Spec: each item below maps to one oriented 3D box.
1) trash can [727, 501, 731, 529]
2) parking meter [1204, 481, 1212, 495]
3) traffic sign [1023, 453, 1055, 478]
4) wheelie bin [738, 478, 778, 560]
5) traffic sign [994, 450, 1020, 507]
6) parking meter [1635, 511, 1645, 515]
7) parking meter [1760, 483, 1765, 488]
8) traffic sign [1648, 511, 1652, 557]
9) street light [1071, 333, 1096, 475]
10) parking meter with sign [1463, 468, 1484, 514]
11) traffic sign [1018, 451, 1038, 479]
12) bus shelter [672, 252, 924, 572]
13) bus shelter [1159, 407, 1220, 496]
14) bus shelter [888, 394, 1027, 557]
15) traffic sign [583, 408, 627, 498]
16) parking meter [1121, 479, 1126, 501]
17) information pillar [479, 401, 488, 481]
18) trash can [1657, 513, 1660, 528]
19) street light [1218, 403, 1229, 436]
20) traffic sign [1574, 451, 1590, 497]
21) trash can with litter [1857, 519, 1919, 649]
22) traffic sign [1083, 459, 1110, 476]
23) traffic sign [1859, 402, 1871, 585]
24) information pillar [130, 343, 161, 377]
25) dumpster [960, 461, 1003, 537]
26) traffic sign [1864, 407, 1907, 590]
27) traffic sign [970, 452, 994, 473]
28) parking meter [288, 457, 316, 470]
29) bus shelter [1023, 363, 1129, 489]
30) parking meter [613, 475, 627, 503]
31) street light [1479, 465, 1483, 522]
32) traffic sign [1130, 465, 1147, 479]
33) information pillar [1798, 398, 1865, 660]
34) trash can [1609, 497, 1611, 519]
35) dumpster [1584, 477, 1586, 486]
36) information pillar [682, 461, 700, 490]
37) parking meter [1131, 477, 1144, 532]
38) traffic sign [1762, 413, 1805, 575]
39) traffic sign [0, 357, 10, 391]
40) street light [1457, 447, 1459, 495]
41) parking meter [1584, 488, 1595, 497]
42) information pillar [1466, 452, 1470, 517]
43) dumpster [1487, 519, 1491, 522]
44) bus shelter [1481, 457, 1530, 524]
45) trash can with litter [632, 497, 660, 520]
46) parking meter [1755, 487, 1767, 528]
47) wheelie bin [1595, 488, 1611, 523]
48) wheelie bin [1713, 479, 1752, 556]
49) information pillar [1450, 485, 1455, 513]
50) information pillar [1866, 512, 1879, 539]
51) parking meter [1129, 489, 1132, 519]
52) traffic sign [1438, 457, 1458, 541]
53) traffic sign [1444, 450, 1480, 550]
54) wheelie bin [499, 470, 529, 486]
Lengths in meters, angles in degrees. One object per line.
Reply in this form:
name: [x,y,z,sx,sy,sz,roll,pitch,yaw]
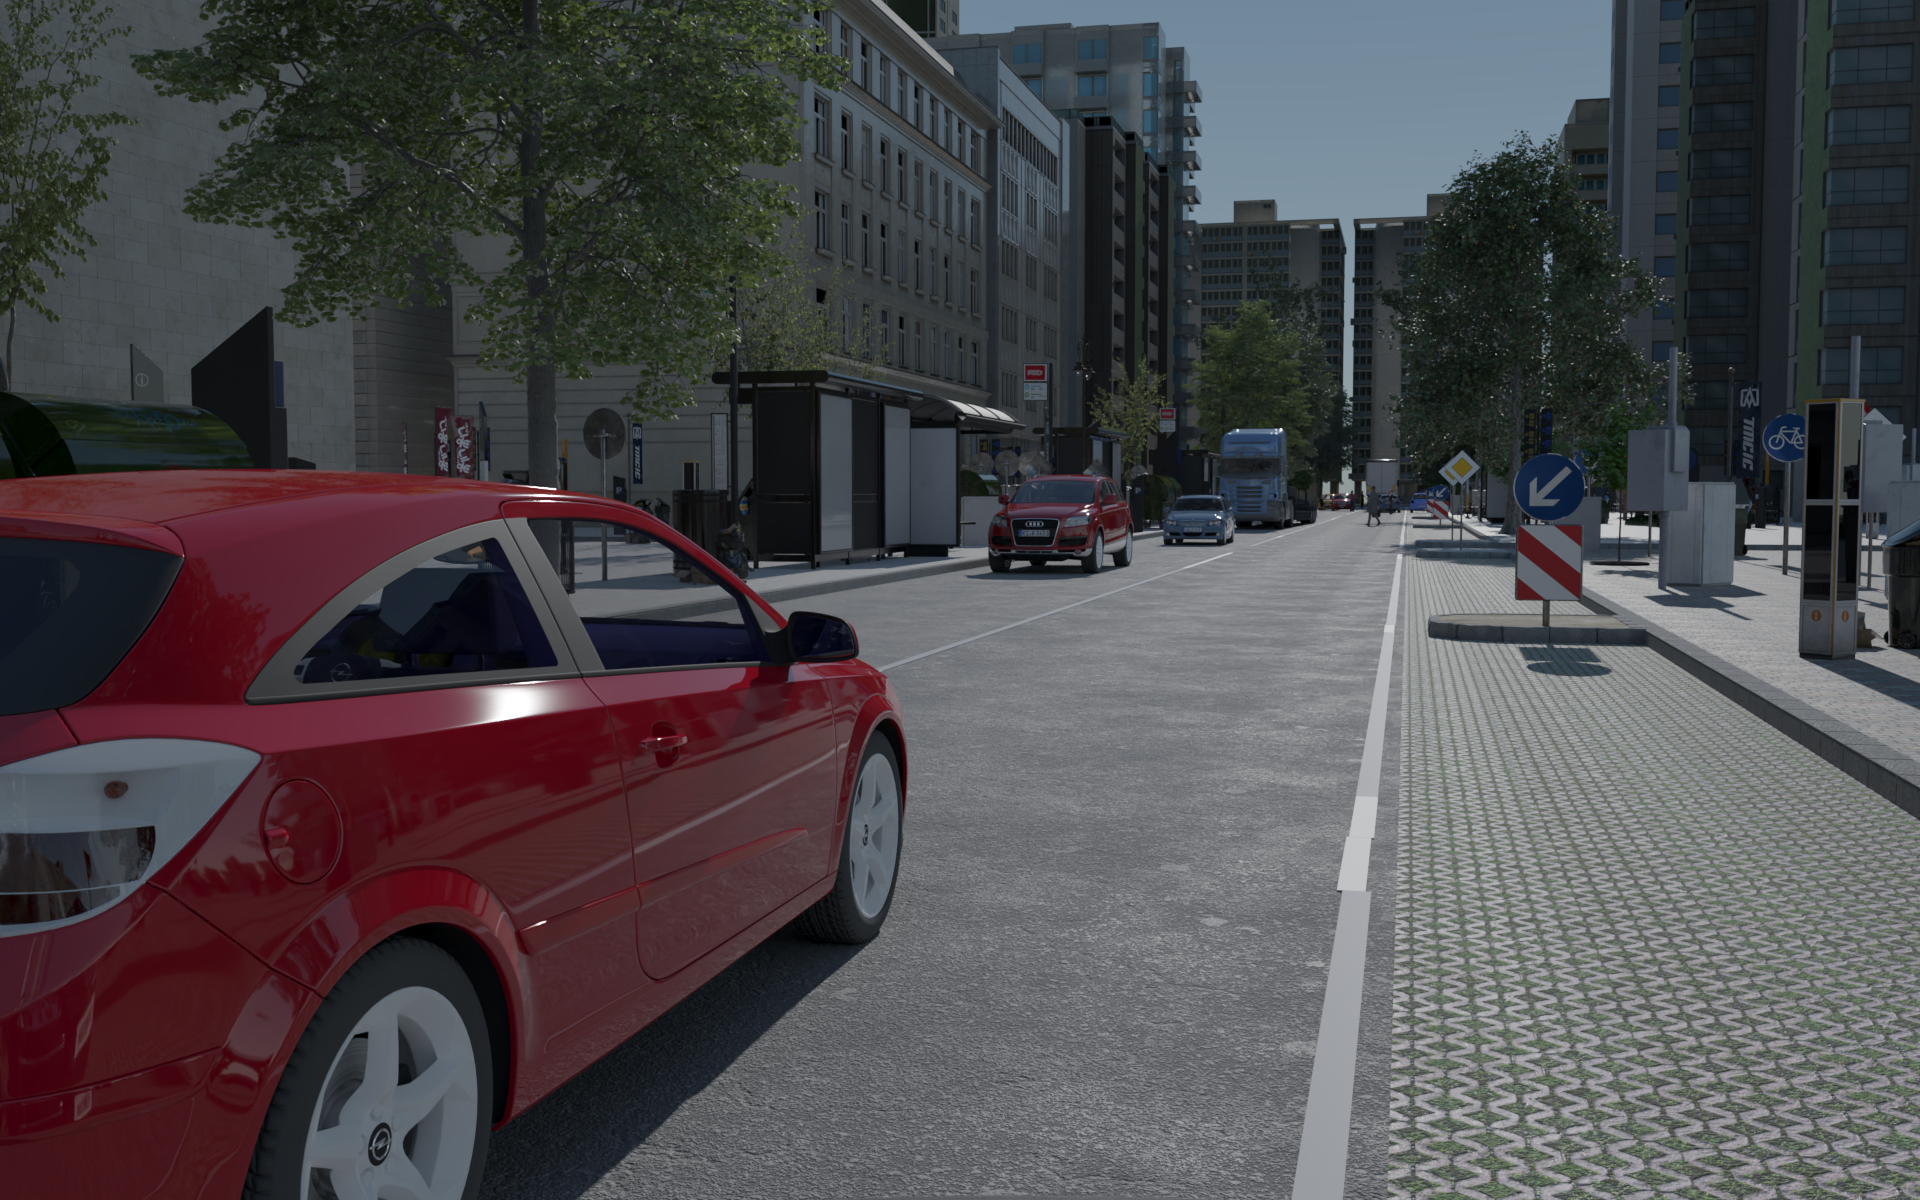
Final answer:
trash can: [-5.128,-1.540,36.830,0.748,1.137,0.748,0,3,0]
parking meter: [11.269,-4.468,78.769,0.255,1.863,0.399,2,4,34]
traffic sign: [1.912,-2.345,41.978,0.795,2.450,0.064,1,4,14]
wheelie bin: [-3.920,-1.579,33.722,0.693,1.594,0.980,1,4,16]
traffic sign: [1.346,-3.059,50.125,0.768,2.556,0.104,1,4,20]
parking meter: [28.689,-3.953,73.039,0.372,1.533,0.369,0,3,0]
parking meter: [41.592,-5.128,89.558,0.399,1.863,0.255,3,5,43]
traffic sign: [14.085,-2.160,35.313,0.884,2.594,0.081,1,4,22]
street light: [3.560,-4.721,49.981,0.468,5.910,1.993,1,4,14]
parking meter with sign: [33.399,-7.181,113.676,1.738,3.016,0.543,0,4,-6]
traffic sign: [2.034,-3.104,50.850,0.768,2.556,0.104,1,4,19]
bus shelter: [-2.871,-3.257,30.880,2.179,5.291,8.768,1,4,14]
bus shelter: [10.971,-6.437,82.876,2.179,5.291,8.768,1,4,14]
bus shelter: [-0.130,-2.684,37.815,2.014,3.302,5.546,1,4,15]
traffic sign: [-5.264,-1.558,25.586,0.768,2.556,0.104,2,4,24]
parking meter: [6.324,-3.786,67.619,0.255,1.863,0.399,-1,4,-13]
information pillar: [-11.955,-3.189,43.491,0.183,3.616,0.504,-2,4,-29]
trash can: [25.636,-3.132,62.855,0.748,1.137,0.748,0,3,0]
street light: [13.356,-7.044,87.961,0.468,5.910,1.993,1,4,14]
traffic sign: [17.039,-2.865,46.954,0.768,2.556,0.104,1,4,22]
trash can with litter: [7.764,-0.187,14.438,1.055,1.170,0.624,1,4,12]
traffic sign: [3.913,-2.818,49.709,0.795,2.450,0.064,1,4,14]
traffic sign: [12.649,-1.487,24.318,0.884,2.594,0.081,1,4,23]
information pillar: [-12.724,-2.189,27.150,0.183,3.616,0.504,3,5,39]
dumpster: [0.307,-2.947,50.681,1.502,2.255,1.985,1,4,14]
traffic sign: [12.186,-1.344,23.152,0.795,2.450,0.064,1,4,17]
traffic sign: [0.641,-3.222,52.779,0.768,2.556,0.104,1,4,15]
parking meter: [-10.465,-1.340,27.621,0.255,1.863,0.399,3,5,40]
bus shelter: [3.652,-4.771,55.639,2.179,5.291,8.768,1,4,14]
parking meter: [-10.673,-2.979,54.416,0.399,1.863,0.255,0,3,0]
street light: [24.273,-6.589,80.522,0.468,5.910,1.993,1,4,14]
traffic sign: [7.828,-4.641,75.981,0.768,2.556,0.104,1,4,16]
information pillar: [6.791,-0.551,13.503,0.304,2.012,0.304,-2,4,-28]
trash can: [31.657,-4.501,85.248,0.748,1.137,0.748,0,3,0]
dumpster: [23.663,-3.999,67.872,1.502,2.255,1.985,1,4,15]
information pillar: [-5.948,-2.072,38.371,0.304,2.012,0.304,1,4,12]
parking meter: [5.966,-3.213,58.248,0.399,1.863,0.255,0,4,5]
traffic sign: [13.117,-1.673,27.461,0.768,2.556,0.104,1,4,20]
traffic sign: [-8.245,-0.879,14.478,0.768,2.556,0.104,1,4,20]
street light: [34.080,-8.913,118.510,0.468,5.910,1.993,1,4,14]
parking meter: [23.599,-3.457,64.931,0.372,1.533,0.369,0,3,0]
information pillar: [27.954,-6.359,95.324,0.183,3.616,0.504,1,4,23]
dumpster: [25.248,-4.592,80.833,1.264,1.857,1.865,1,4,14]
bus shelter: [23.087,-4.835,72.979,2.014,3.302,5.546,1,4,14]
trash can with litter: [-8.379,-2.041,44.756,0.624,1.170,1.055,-3,5,-41]
parking meter: [30.073,-3.464,65.041,0.372,1.533,0.369,0,3,0]
wheelie bin: [28.016,-4.154,75.818,0.693,1.594,0.980,-3,5,-40]
wheelie bin: [16.035,-1.735,36.279,0.980,1.594,0.693,0,4,-7]
information pillar: [33.020,-6.824,116.058,0.304,2.012,0.304,1,4,20]
information pillar: [26.151,-2.759,49.594,0.304,2.012,0.304,2,4,35]
parking meter: [8.159,-4.525,82.391,0.372,1.533,0.369,0,3,0]
traffic sign: [13.439,-2.666,47.232,0.795,2.450,0.064,1,4,14]
traffic sign: [11.438,-2.193,39.501,0.795,2.450,0.064,1,4,14]
wheelie bin: [-5.774,-0.904,22.690,0.980,1.594,0.693,3,5,43]
